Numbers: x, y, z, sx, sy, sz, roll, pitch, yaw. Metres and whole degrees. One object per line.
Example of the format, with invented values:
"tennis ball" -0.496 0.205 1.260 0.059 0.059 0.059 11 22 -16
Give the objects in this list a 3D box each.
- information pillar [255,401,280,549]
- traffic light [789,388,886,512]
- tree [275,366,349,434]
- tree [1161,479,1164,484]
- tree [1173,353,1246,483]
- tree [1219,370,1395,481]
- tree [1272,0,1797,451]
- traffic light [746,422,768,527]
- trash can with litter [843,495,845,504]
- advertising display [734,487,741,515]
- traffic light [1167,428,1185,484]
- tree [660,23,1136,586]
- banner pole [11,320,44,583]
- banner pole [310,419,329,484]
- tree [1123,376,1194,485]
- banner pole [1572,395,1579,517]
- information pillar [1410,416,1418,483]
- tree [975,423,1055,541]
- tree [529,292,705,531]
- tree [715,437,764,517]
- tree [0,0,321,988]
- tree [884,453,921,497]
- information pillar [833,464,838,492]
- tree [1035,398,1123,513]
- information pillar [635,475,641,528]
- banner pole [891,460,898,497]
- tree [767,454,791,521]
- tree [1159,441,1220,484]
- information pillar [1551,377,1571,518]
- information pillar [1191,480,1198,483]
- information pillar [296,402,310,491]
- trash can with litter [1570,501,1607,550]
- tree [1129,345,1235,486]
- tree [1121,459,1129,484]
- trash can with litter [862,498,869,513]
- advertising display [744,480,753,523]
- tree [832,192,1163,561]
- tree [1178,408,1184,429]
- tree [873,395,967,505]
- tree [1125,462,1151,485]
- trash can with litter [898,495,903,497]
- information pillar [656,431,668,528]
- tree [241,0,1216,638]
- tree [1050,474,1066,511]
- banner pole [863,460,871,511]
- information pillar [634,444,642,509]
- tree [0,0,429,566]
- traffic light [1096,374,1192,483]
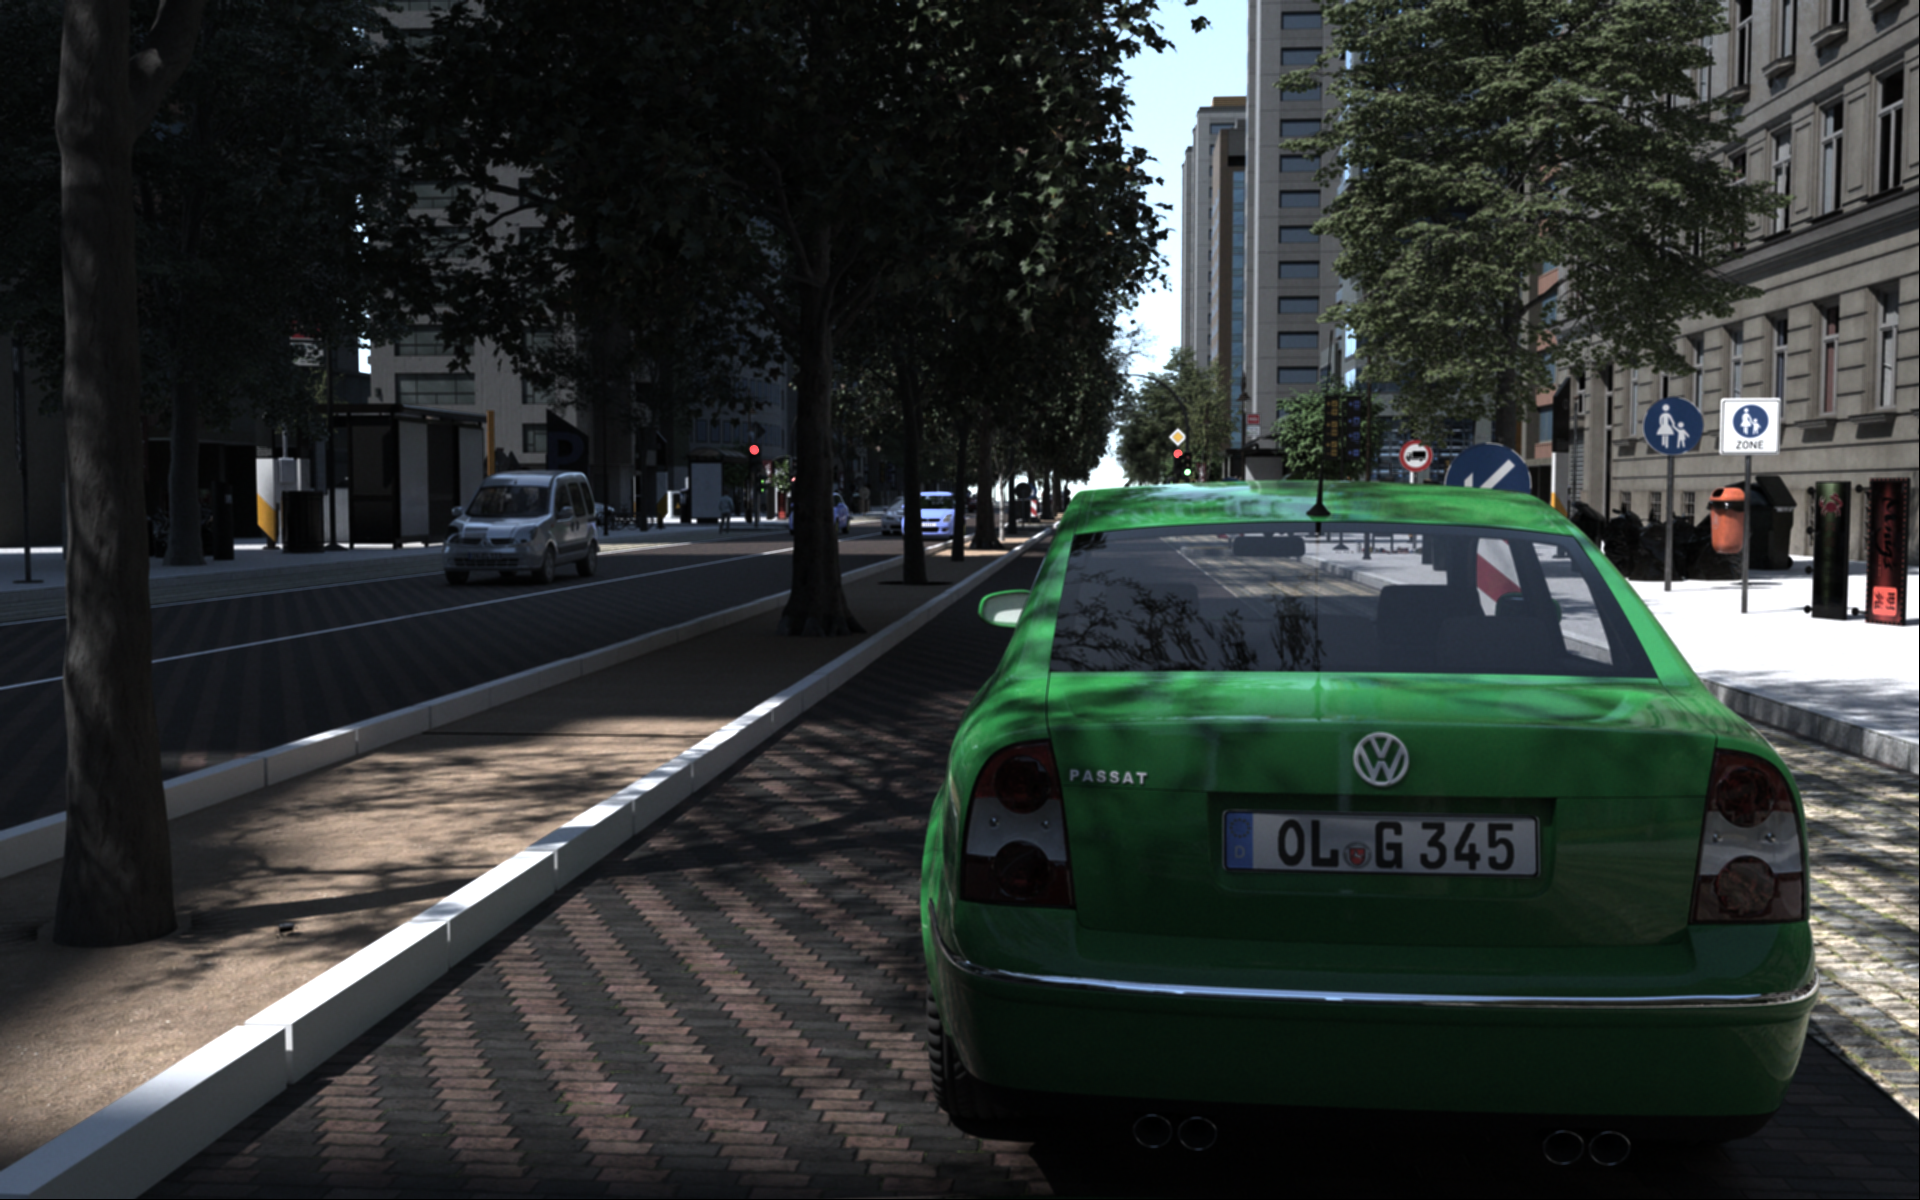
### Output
"information pillar" -16.119 -2.991 40.257 0.504 3.616 0.183 1 4 17
"traffic light" -5.106 -6.115 74.648 4.771 5.953 1.251 0 4 5
"tree" -34.010 -8.551 90.166 4.737 8.622 4.395 0 3 0
"tree" 19.959 -10.674 169.119 1.663 3.219 1.824 0 3 0
"tree" 12.997 -8.619 91.279 4.737 8.622 4.395 0 3 0
"tree" 9.886 -3.809 45.999 4.285 4.588 4.351 0 3 0
"tree" 8.727 -6.648 26.830 7.486 12.596 7.792 0 3 0
"traffic light" -7.854 -4.765 66.826 0.839 4.253 0.868 0 4 5
"trash can with litter" -9.700 -8.061 142.854 1.678 1.210 2.233 1 4 15
"advertising display" -13.554 -6.131 105.454 0.123 1.923 0.974 1 4 12
"traffic light" 9.209 -5.170 73.454 0.839 4.253 0.868 0 4 5
"tree" -0.813 -6.047 27.079 9.928 11.665 9.643 0 3 0
"banner pole" -13.414 -2.124 24.742 0.401 3.779 0.863 -1 4 -18
"banner pole" -18.541 -3.702 50.538 0.863 3.779 0.401 -3 4 -38
"tree" 20.934 -16.946 183.727 9.857 13.997 8.962 0 3 0
"banner pole" 15.486 -3.279 43.623 0.401 3.779 0.863 1 4 19
"information pillar" 11.901 -3.308 45.439 0.183 3.616 0.504 2 4 28
"tree" 1.272 -6.065 51.975 4.360 8.622 3.978 0 3 0
"tree" -11.034 -7.628 59.135 8.767 10.594 7.601 1 4 16
"tree" -12.724 -7.074 99.380 4.285 4.588 4.351 0 3 0
"tree" -2.756 -5.659 5.357 12.009 13.543 11.850 0 3 0
"tree" -4.751 -9.504 139.110 4.285 4.588 4.351 0 3 0
"information pillar" -9.735 -8.766 134.675 0.504 3.616 0.183 0 4 -7
"tree" 7.424 -13.485 129.593 9.857 13.997 8.962 0 3 0
"information pillar" -12.131 -3.746 65.736 0.304 2.012 0.304 1 4 22
"banner pole" -4.775 -8.398 127.317 0.863 3.779 0.401 3 4 36
"tree" -8.377 -5.468 84.008 1.663 3.219 1.824 0 3 0
"tree" 14.525 -7.757 110.541 4.285 4.588 4.351 0 3 0
"information pillar" 11.956 -2.637 34.475 0.504 3.616 0.183 -3 4 -39
"information pillar" 12.004 -5.151 88.703 0.304 2.012 0.304 2 4 29
"information pillar" -15.346 -3.004 40.475 0.183 3.616 0.504 0 4 6
"trash can with litter" 10.495 -1.036 28.331 1.055 1.170 0.624 3 5 45
"tree" 17.147 -13.131 132.816 7.486 12.596 7.792 0 3 0
"tree" 27.884 -21.055 262.378 7.486 12.596 7.792 0 3 0
"trash can with litter" -6.501 -6.544 118.380 0.624 1.170 1.055 0 4 -3
"advertising display" -9.526 -4.466 78.235 0.123 1.923 0.974 1 4 9
"tree" -0.104 -6.067 36.066 8.767 10.594 7.601 0 4 5
"tree" 18.072 -13.417 153.784 7.601 10.594 8.767 -1 4 -11
"tree" -4.518 -13.951 146.220 7.486 12.596 7.792 0 3 0
"tree" 22.751 -16.093 213.480 4.737 8.622 4.395 0 3 0
"trash can with litter" -4.957 -8.449 149.533 1.055 1.170 0.624 -2 4 -32
"information pillar" -11.123 -4.480 64.596 0.504 3.616 0.183 2 4 32
"tree" -1.475 -5.979 17.216 9.611 12.733 9.660 0 3 0
"tree" 8.755 -11.811 145.932 4.737 8.622 4.395 0 3 0
"banner pole" -6.819 -8.454 128.247 0.863 3.779 0.401 3 4 37
"information pillar" -14.986 -5.460 80.631 0.183 3.616 0.504 2 4 32
"tree" -14.003 -7.599 30.891 9.857 13.997 8.962 0 3 0
"traffic light" 6.461 -5.557 65.526 4.771 5.953 1.251 0 4 5
